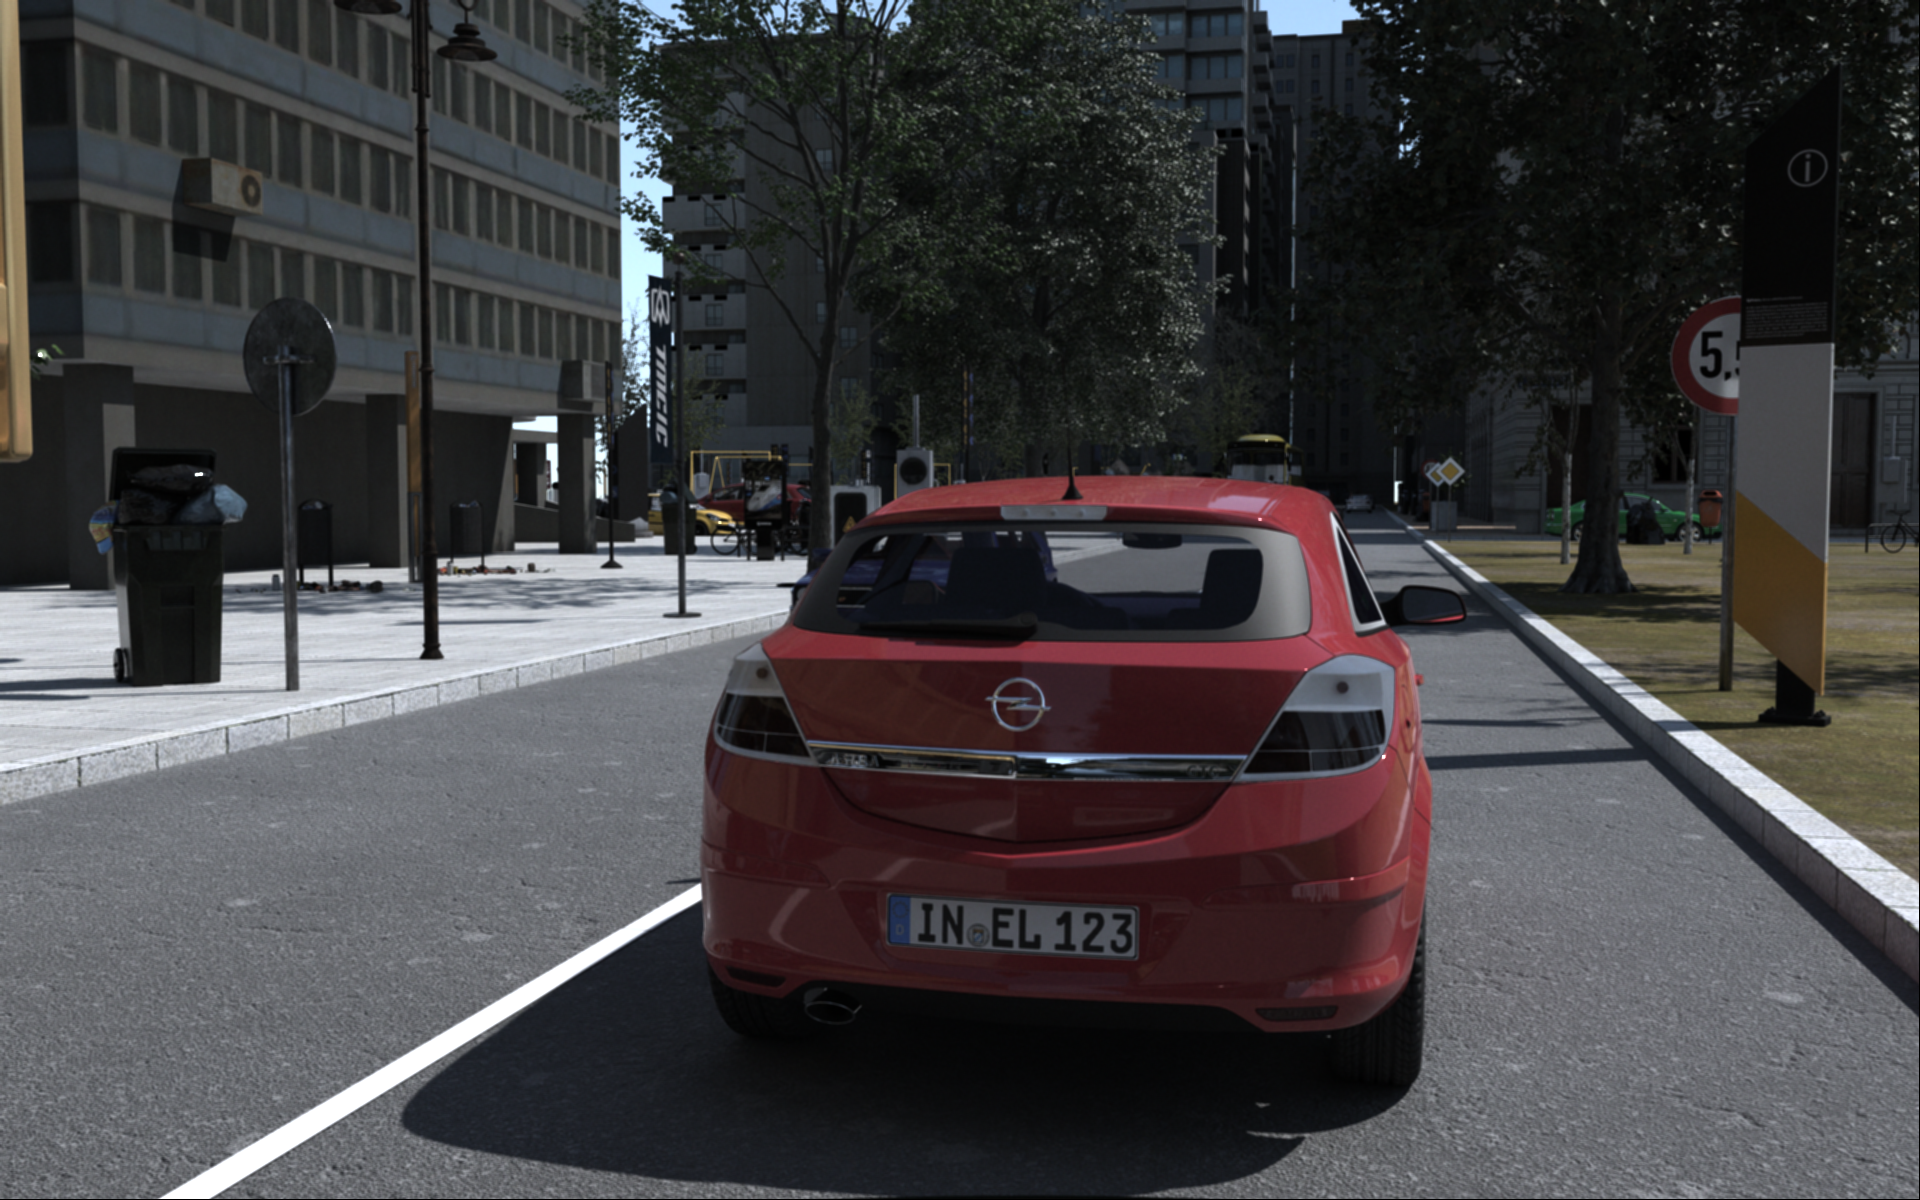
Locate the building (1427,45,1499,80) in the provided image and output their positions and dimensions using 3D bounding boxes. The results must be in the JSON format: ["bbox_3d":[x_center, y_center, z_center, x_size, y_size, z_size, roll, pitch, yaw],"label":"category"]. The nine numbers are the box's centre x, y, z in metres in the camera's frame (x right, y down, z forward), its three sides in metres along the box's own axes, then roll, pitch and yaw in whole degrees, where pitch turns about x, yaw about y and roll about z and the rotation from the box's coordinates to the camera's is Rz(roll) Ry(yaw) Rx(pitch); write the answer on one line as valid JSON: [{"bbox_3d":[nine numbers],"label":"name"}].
[{"bbox_3d":[42.710,-27.506,133.322,14.154,41.232,14.086,1,4,13],"label":"building"}]

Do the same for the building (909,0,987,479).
[{"bbox_3d":[8.884,-40.122,197.990,28.212,58.520,21.231,1,4,13],"label":"building"}]

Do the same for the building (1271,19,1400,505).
[{"bbox_3d":[41.276,-41.533,221.071,28.212,58.520,21.231,1,4,13],"label":"building"}]

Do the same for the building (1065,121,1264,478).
[{"bbox_3d":[16.529,-22.399,137.920,14.160,30.474,14.107,1,4,13],"label":"building"}]

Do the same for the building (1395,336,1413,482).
[{"bbox_3d":[61.237,-32.446,214.089,14.086,41.232,14.154,1,4,13],"label":"building"}]

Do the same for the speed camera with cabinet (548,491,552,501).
[{"bbox_3d":[-20.788,-5.718,87.820,2.038,3.252,0.660,1,4,19],"label":"speed camera with cabinet"}]

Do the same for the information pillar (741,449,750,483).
[{"bbox_3d":[-11.221,-6.069,90.577,0.504,3.616,0.183,-3,5,-40],"label":"information pillar"}]

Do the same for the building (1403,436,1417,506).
[{"bbox_3d":[58.447,-53.044,179.933,22.319,86.520,31.000,1,4,13],"label":"building"}]

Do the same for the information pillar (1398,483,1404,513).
[{"bbox_3d":[29.459,-6.801,115.681,0.304,2.012,0.304,-1,4,-14],"label":"information pillar"}]

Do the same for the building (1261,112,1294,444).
[{"bbox_3d":[27.384,-30.461,181.623,14.154,41.232,14.086,1,4,13],"label":"building"}]

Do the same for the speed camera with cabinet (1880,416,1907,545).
[{"bbox_3d":[24.181,-3.008,43.519,2.038,3.252,0.660,2,4,30],"label":"speed camera with cabinet"}]

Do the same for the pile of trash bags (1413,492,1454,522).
[{"bbox_3d":[21.703,-4.264,79.475,1.912,1.369,3.447,2,4,24],"label":"pile of trash bags"}]

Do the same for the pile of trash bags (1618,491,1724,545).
[{"bbox_3d":[17.714,-2.121,44.433,3.447,1.369,1.912,2,4,28],"label":"pile of trash bags"}]

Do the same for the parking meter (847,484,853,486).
[{"bbox_3d":[-6.255,-5.657,98.200,0.399,1.863,0.255,-1,4,-14],"label":"parking meter"}]

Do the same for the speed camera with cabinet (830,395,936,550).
[{"bbox_3d":[-1.577,-2.452,34.433,2.038,3.252,0.660,0,4,6],"label":"speed camera with cabinet"}]

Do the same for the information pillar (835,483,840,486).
[{"bbox_3d":[-8.374,-6.981,118.628,0.304,2.012,0.304,0,4,4],"label":"information pillar"}]

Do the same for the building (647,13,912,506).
[{"bbox_3d":[-19.149,-37.392,200.603,27.495,52.752,28.713,1,4,13],"label":"building"}]

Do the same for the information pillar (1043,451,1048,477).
[{"bbox_3d":[4.624,-6.343,95.056,0.504,3.616,0.183,-3,4,-38],"label":"information pillar"}]

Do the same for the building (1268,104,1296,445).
[{"bbox_3d":[30.505,-33.449,197.008,14.200,45.320,14.600,1,4,13],"label":"building"}]

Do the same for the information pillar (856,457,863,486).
[{"bbox_3d":[-5.718,-6.558,98.570,0.504,3.616,0.183,3,5,40],"label":"information pillar"}]

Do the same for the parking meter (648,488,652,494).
[{"bbox_3d":[-12.242,-3.639,67.914,0.372,1.533,0.369,0,3,0],"label":"parking meter"}]

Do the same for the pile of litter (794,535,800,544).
[{"bbox_3d":[-3.911,-1.893,44.916,1.176,0.858,1.719,1,4,16],"label":"pile of litter"}]

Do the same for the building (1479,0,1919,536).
[{"bbox_3d":[28.353,-13.519,57.195,21.152,22.565,11.583,1,4,13],"label":"building"}]

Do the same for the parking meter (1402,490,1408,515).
[{"bbox_3d":[27.677,-6.067,107.609,0.372,1.533,0.369,0,3,0],"label":"parking meter"}]

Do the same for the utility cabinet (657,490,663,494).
[{"bbox_3d":[-15.888,-5.240,94.351,1.173,1.500,0.318,-2,4,-27],"label":"utility cabinet"}]

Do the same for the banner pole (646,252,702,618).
[{"bbox_3d":[-2.986,-1.700,17.809,0.401,3.779,0.863,1,4,20],"label":"banner pole"}]

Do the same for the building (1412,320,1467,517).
[{"bbox_3d":[36.750,-17.840,110.745,14.314,24.678,30.058,1,4,13],"label":"building"}]

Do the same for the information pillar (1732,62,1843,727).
[{"bbox_3d":[4.611,-1.119,9.644,0.504,3.616,0.183,3,4,36],"label":"information pillar"}]

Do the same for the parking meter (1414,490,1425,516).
[{"bbox_3d":[25.793,-5.407,96.812,0.372,1.533,0.369,0,3,0],"label":"parking meter"}]

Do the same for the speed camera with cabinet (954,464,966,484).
[{"bbox_3d":[-0.550,-7.259,113.026,2.038,3.252,0.660,2,4,33],"label":"speed camera with cabinet"}]

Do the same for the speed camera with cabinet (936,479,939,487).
[{"bbox_3d":[-2.359,-6.900,107.152,2.038,3.252,0.660,1,4,18],"label":"speed camera with cabinet"}]

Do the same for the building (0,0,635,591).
[{"bbox_3d":[-20.099,-20.884,33.335,23.993,40.220,32.217,1,4,13],"label":"building"}]

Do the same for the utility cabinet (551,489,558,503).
[{"bbox_3d":[-17.731,-4.125,76.124,0.318,1.500,1.173,-1,4,-18],"label":"utility cabinet"}]

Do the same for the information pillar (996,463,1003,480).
[{"bbox_3d":[2.917,-8.340,127.714,0.504,3.616,0.183,1,4,23],"label":"information pillar"}]

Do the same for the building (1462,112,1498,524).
[{"bbox_3d":[31.415,-14.818,84.073,13.314,21.916,24.055,1,4,13],"label":"building"}]

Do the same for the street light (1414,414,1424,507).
[{"bbox_3d":[23.470,-7.091,88.725,0.468,5.910,1.993,1,4,13],"label":"street light"}]

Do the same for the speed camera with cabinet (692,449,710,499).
[{"bbox_3d":[-10.911,-5.072,77.260,2.038,3.252,0.660,-2,4,-26],"label":"speed camera with cabinet"}]

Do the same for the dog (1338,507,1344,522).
[{"bbox_3d":[17.969,-3.949,81.409,0.513,0.831,0.800,3,5,42],"label":"dog"}]

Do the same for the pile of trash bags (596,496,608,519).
[{"bbox_3d":[-17.652,-4.664,86.013,3.447,1.369,1.912,-2,4,-26],"label":"pile of trash bags"}]

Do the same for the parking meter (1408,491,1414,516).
[{"bbox_3d":[27.108,-5.809,103.385,0.372,1.533,0.369,0,3,0],"label":"parking meter"}]

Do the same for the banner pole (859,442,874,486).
[{"bbox_3d":[-4.281,-5.663,82.614,0.401,3.779,0.863,2,4,29],"label":"banner pole"}]

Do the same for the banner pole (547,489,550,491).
[{"bbox_3d":[-33.061,-9.093,138.691,0.863,3.779,0.401,0,4,5],"label":"banner pole"}]

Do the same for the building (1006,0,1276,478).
[{"bbox_3d":[17.514,-33.104,160.859,23.786,49.044,30.456,1,4,13],"label":"building"}]
